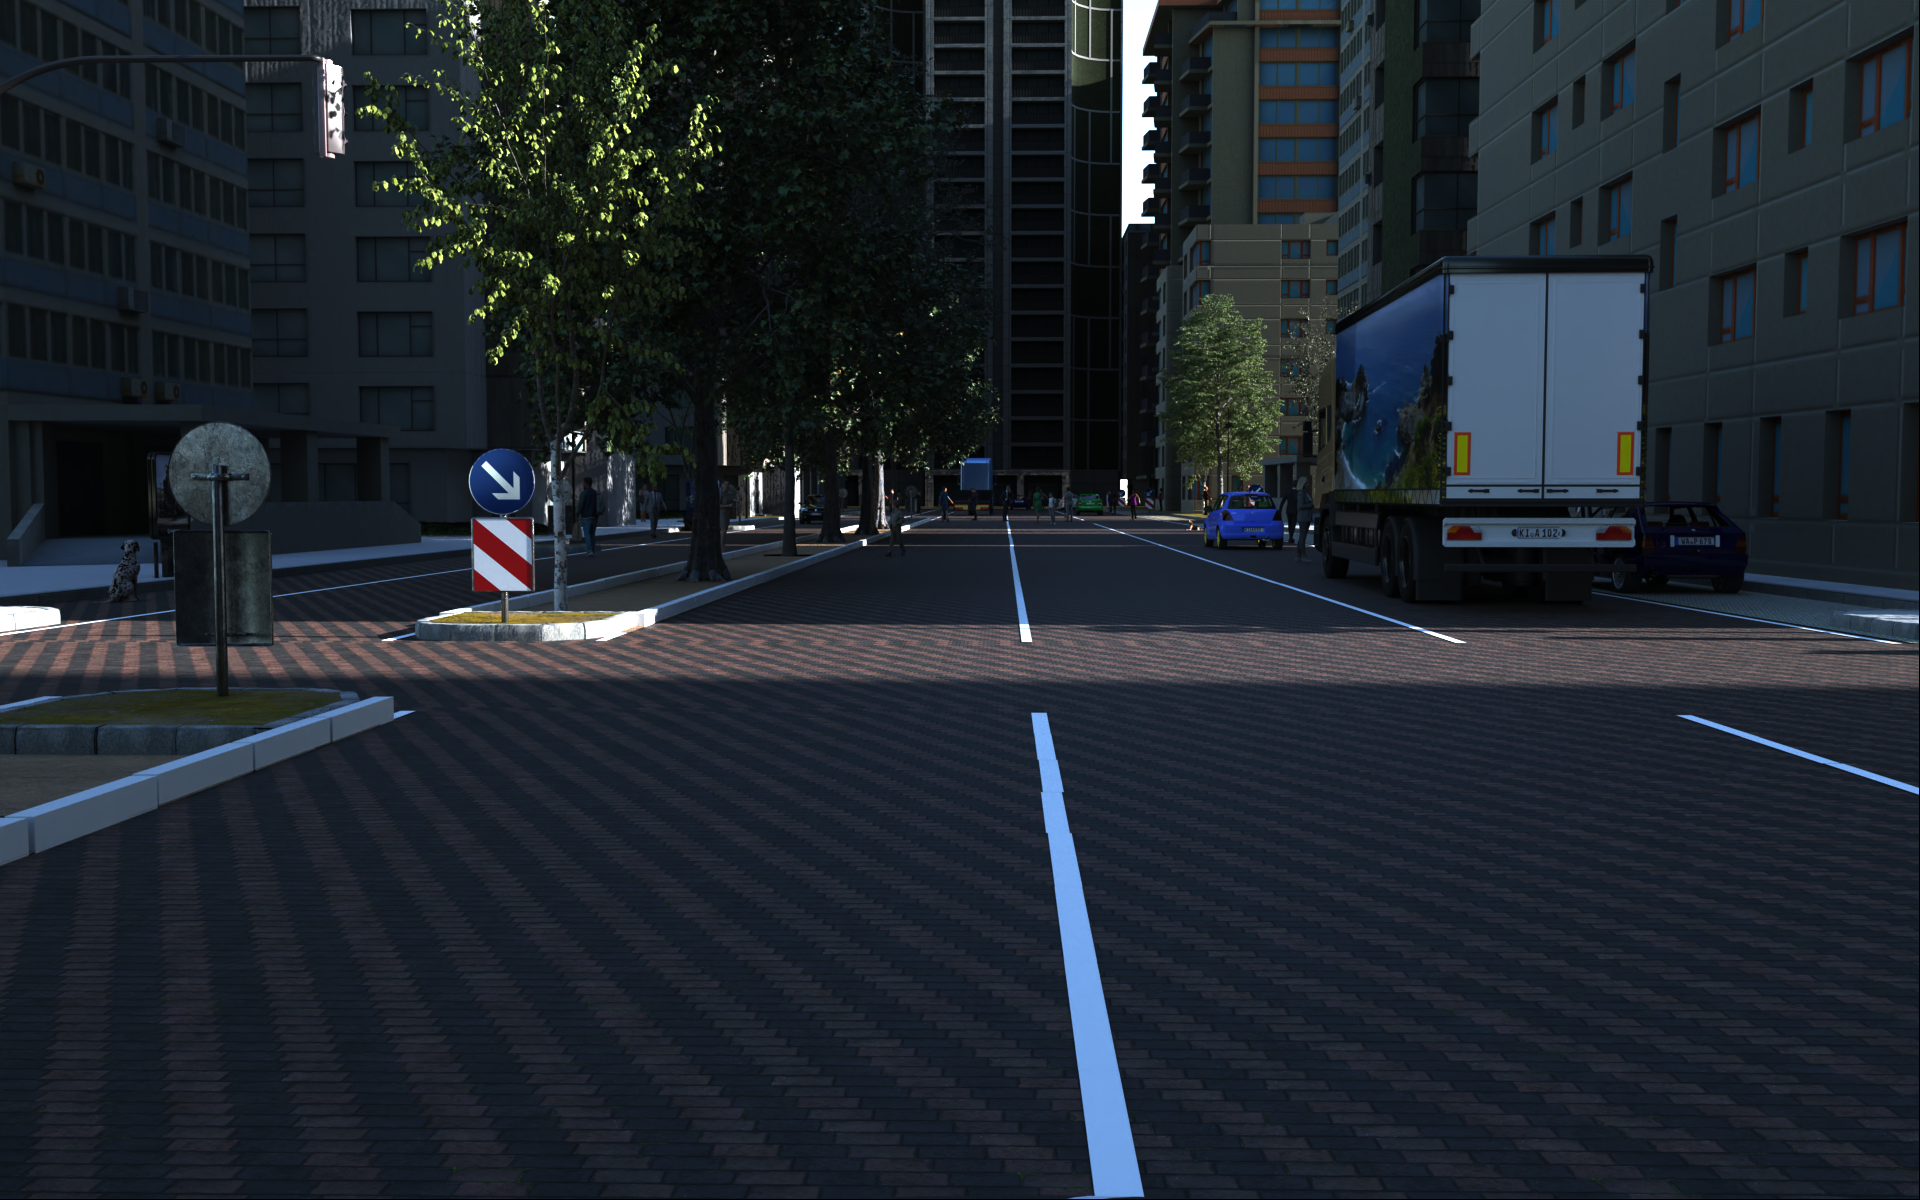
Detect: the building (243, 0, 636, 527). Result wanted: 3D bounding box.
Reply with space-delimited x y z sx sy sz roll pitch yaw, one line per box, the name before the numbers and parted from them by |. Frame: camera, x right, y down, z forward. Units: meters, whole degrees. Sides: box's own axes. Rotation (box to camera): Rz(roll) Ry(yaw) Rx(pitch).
building | -20.798 -23.319 64.854 14.154 41.232 14.086 0 4 1

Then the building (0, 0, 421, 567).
building | -30.546 -21.177 38.130 32.217 40.220 23.993 0 4 1

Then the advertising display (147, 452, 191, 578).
advertising display | -12.226 -1.321 26.807 0.123 1.923 0.974 0 4 6

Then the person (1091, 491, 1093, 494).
person | 11.978 -9.038 157.052 1.217 1.735 0.721 0 4 6

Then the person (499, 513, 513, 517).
person | -10.032 -1.804 38.185 0.473 1.802 0.592 -1 4 -16

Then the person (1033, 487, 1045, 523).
person | 3.828 -4.669 85.080 0.600 1.795 0.529 1 4 23

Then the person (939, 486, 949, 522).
person | -0.793 -4.822 87.360 0.581 1.822 0.654 -1 4 -21

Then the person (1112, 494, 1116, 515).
person | 10.822 -6.708 121.438 0.557 1.426 1.065 0 4 -4

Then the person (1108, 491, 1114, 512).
person | 11.888 -7.782 136.650 0.541 1.710 0.530 -1 4 -23

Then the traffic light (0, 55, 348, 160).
traffic light | -8.847 -2.660 18.151 4.771 5.953 1.251 0 4 1

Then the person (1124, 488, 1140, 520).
person | 9.491 -5.263 95.237 0.721 1.739 1.217 -3 4 -37

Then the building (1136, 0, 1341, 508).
building | 27.566 -30.515 153.544 22.147 44.769 28.867 0 4 1

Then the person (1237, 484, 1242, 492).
person | 14.602 -5.088 89.511 0.573 1.790 0.520 1 4 14

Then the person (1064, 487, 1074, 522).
person | 5.601 -4.951 89.624 0.511 1.800 0.466 -3 5 -41

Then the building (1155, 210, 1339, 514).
building | 29.329 -17.146 125.372 27.650 21.520 28.899 0 4 1

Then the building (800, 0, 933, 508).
building | -13.899 -45.749 186.245 20.611 71.187 20.563 0 4 1

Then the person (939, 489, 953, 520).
person | -0.835 -5.348 95.933 0.705 1.826 1.348 -2 4 -33

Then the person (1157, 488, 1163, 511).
person | 15.090 -7.584 130.723 0.721 1.739 1.217 0 4 -6

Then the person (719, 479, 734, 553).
person | -5.452 -1.921 40.257 0.374 1.781 0.599 1 4 18

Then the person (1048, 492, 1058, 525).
person | 4.343 -4.280 81.080 0.503 1.515 0.523 1 4 18

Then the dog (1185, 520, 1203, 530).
dog | 9.319 -2.966 68.693 0.748 0.427 0.550 2 4 25

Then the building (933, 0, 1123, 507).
building | 6.992 -45.695 185.364 20.611 71.187 20.563 0 4 1

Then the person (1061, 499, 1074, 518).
person | 6.480 -5.705 105.040 1.065 1.426 0.557 -3 5 -40

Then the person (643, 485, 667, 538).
person | -9.972 -2.920 56.508 0.678 1.792 0.850 -2 4 -28

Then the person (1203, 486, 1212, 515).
person | 14.900 -5.979 104.322 0.721 1.766 1.217 -1 4 -13

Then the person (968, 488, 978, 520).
person | 0.706 -5.255 94.860 0.568 1.767 0.683 -1 4 -21

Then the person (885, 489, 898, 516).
person | -4.391 -6.227 110.834 0.617 1.759 0.750 2 4 28

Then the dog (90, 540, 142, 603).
dog | -11.250 -0.380 23.058 0.513 0.831 0.800 3 5 42

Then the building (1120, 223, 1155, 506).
building | 24.280 -25.191 183.567 14.107 30.474 14.160 0 4 1

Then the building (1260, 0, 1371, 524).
building | 30.999 -23.734 79.934 32.217 40.220 23.993 0 4 1

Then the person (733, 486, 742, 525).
person | -9.666 -4.074 75.451 0.374 1.781 0.599 1 4 12

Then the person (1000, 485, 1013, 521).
person | 2.471 -5.079 90.903 0.648 1.900 0.474 -3 5 -40

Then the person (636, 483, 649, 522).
person | -14.571 -4.484 79.710 0.716 1.782 0.532 -3 5 -41

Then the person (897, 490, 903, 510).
person | -5.536 -9.114 157.513 0.705 1.824 1.348 -1 4 -22

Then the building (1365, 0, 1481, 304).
building | 19.727 -17.236 53.502 14.160 30.474 14.107 0 4 1

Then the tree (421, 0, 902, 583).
tree | -4.183 -6.657 28.307 9.611 12.733 9.660 0 3 0

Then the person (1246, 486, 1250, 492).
person | 16.201 -5.533 97.065 0.434 1.755 0.990 1 4 9

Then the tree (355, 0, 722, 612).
tree | -4.638 -4.096 19.789 4.737 8.622 4.395 0 3 0

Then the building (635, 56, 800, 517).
building | -17.160 -20.107 100.444 14.160 30.474 14.107 0 4 1

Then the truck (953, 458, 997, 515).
truck | 1.057 -8.173 123.389 2.967 4.110 18.799 0 4 2

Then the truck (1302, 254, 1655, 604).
truck | 7.193 -2.265 25.950 2.839 4.237 11.283 0 4 3

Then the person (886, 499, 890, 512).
person | -5.457 -7.651 136.810 0.599 1.433 0.991 3 5 44

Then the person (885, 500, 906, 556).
person | -1.461 -1.664 39.982 0.475 1.303 0.640 3 4 37

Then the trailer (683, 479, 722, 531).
trailer | -9.953 -3.650 66.718 1.471 1.999 3.904 0 4 1

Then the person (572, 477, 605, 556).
person | -8.564 -1.914 39.787 0.794 1.824 0.713 -2 4 -27

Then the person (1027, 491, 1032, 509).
person | 6.657 -9.632 166.701 0.721 1.743 1.217 1 4 19

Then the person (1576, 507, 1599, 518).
person | 12.453 -1.697 34.010 0.641 1.798 0.478 -1 4 -23

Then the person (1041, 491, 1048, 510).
person | 7.401 -8.973 155.917 1.217 1.736 0.721 2 4 23

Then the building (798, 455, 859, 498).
building | -24.897 -32.893 157.411 30.456 49.044 23.786 0 4 1

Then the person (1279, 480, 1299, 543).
person | 9.791 -2.608 50.913 0.659 1.850 0.755 2 4 33

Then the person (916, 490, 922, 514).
person | -2.925 -7.104 125.454 0.445 1.727 0.742 -1 4 -10

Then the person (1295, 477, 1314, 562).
person | 7.388 -1.723 36.851 0.526 1.800 0.537 3 5 42

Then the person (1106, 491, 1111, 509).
person | 14.269 -9.582 165.841 0.551 1.740 0.621 0 4 4

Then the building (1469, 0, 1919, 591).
building | 27.330 -11.364 30.849 28.899 21.520 27.650 0 4 1
